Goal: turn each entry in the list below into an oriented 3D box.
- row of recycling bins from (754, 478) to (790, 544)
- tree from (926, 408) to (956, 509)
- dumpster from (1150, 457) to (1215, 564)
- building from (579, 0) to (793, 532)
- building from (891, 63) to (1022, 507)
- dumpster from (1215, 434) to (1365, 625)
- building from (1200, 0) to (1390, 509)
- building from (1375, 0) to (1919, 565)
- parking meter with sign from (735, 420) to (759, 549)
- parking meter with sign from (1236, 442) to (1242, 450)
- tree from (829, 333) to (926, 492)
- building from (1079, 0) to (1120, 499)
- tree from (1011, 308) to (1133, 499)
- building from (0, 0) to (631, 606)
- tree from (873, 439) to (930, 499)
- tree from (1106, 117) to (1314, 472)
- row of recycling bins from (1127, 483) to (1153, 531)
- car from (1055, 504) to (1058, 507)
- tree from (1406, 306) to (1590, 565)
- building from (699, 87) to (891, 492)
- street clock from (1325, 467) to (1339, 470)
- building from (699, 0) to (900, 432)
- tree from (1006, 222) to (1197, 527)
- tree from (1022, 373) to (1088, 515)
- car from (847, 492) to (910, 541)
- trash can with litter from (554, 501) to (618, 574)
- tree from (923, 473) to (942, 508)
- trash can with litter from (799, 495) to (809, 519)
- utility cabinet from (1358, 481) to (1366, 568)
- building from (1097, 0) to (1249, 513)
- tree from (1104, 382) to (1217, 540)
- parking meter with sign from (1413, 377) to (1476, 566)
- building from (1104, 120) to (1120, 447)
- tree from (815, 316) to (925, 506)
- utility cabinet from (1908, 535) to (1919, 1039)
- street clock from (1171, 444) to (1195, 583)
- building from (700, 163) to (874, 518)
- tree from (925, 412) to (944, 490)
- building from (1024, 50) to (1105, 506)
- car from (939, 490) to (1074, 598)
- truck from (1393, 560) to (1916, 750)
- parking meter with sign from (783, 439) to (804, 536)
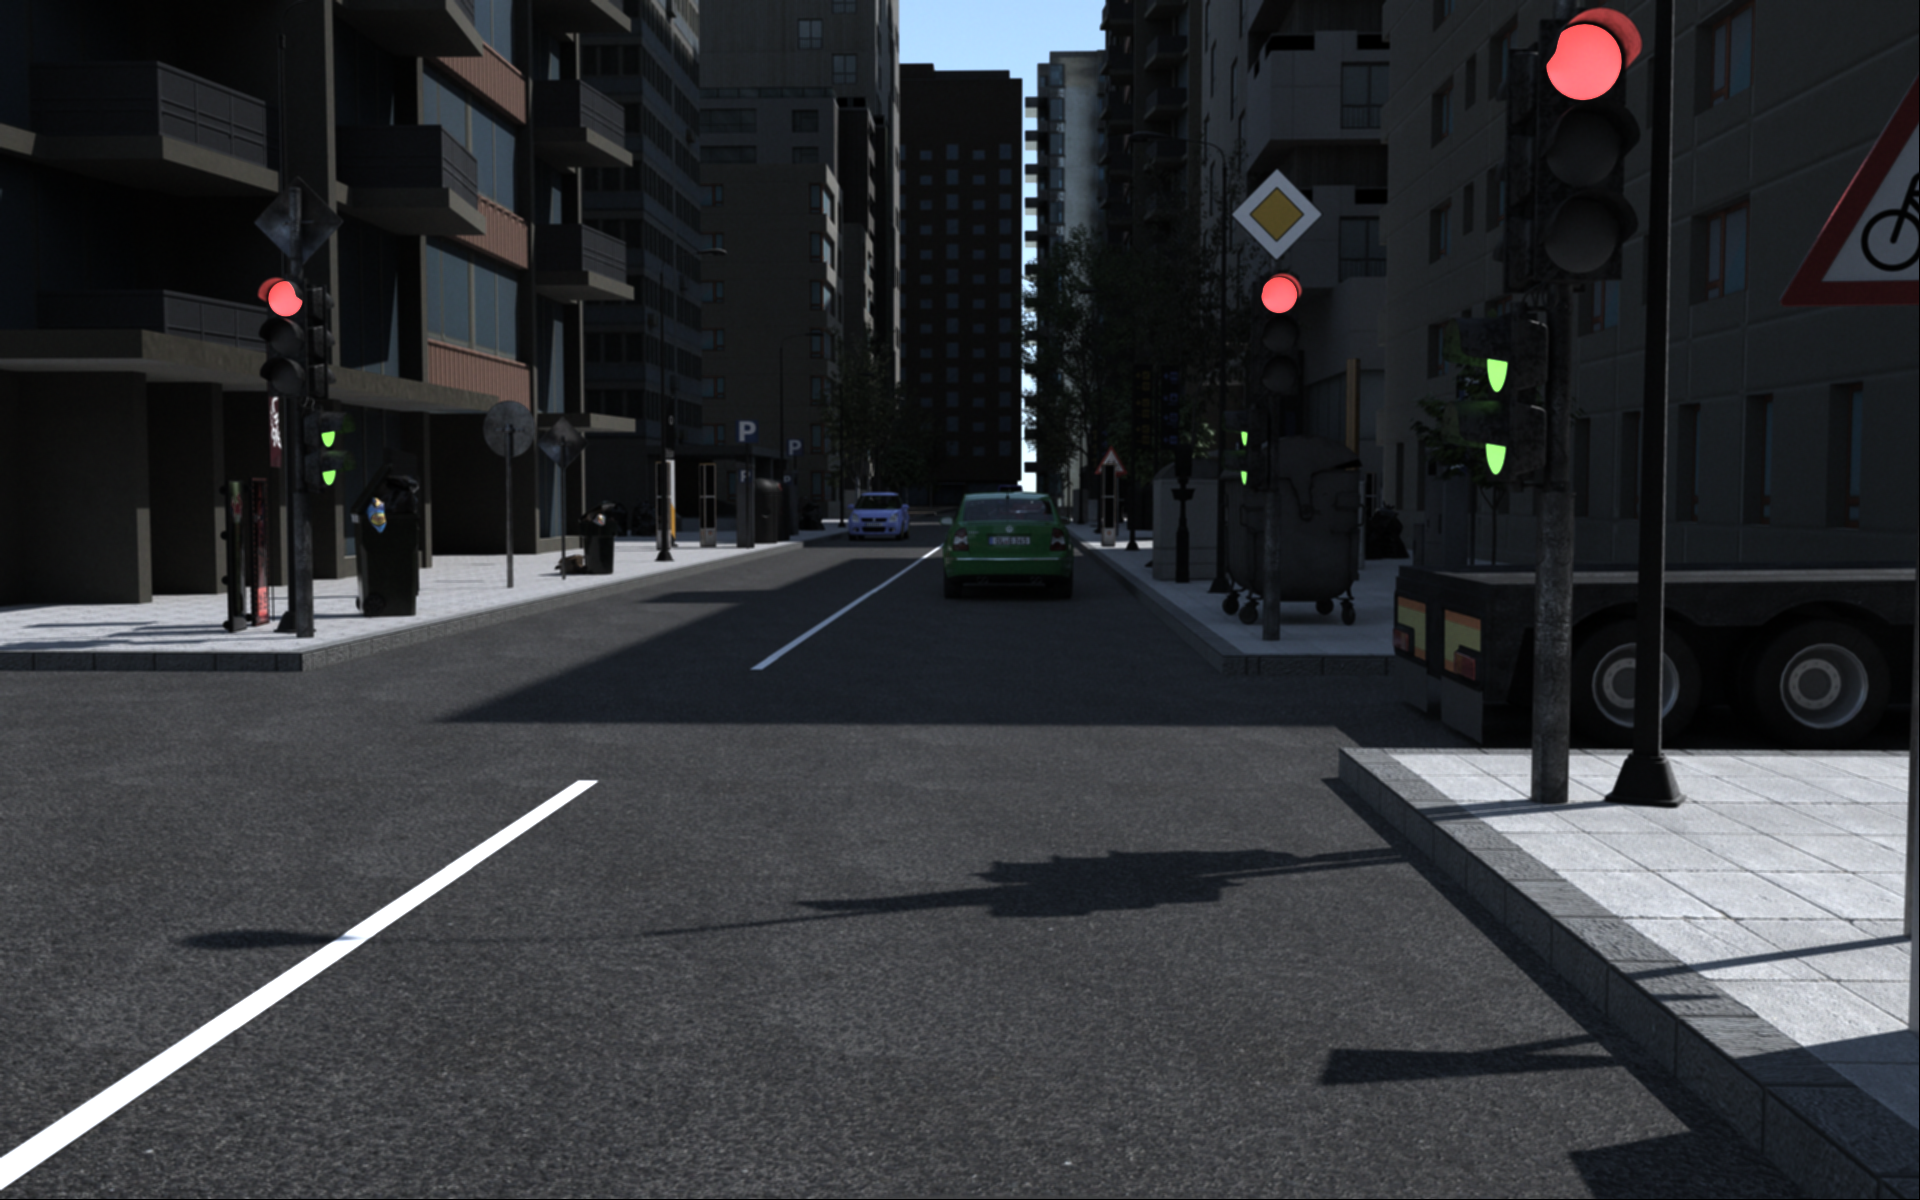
[{"bbox_3d":[-5.214,-2.408,46.477,1.069,1.692,3.534,0,4,2],"label":"row of recycling bins"},{"bbox_3d":[-2.466,-12.144,148.922,4.360,8.622,3.978,0,3,0],"label":"tree"},{"bbox_3d":[3.782,-1.372,28.187,1.264,1.857,1.865,0,4,2],"label":"dumpster"},{"bbox_3d":[-23.278,-22.904,66.366,32.217,40.220,23.993,0,4,2],"label":"building"},{"bbox_3d":[-0.546,-32.635,183.699,14.200,45.320,14.600,0,4,2],"label":"building"},{"bbox_3d":[3.367,-0.727,17.646,1.264,1.857,1.865,0,4,2],"label":"dumpster"},{"bbox_3d":[24.775,-29.469,71.049,28.713,52.752,27.495,0,4,2],"label":"building"},{"bbox_3d":[24.465,-11.245,28.896,28.899,21.520,27.650,0,4,2],"label":"building"},{"bbox_3d":[-5.131,-2.764,41.457,0.543,3.016,1.738,-1,4,-10],"label":"parking meter with sign"},{"bbox_3d":[10.109,-3.766,57.843,1.738,3.016,0.543,0,4,-4],"label":"parking meter with sign"},{"bbox_3d":[-4.048,-7.867,78.984,4.360,8.622,3.978,0,3,0],"label":"tree"},{"bbox_3d":[21.171,-43.607,151.227,20.563,71.187,20.611,0,4,2],"label":"building"},{"bbox_3d":[6.015,-9.047,82.324,7.601,10.594,8.767,1,4,15],"label":"tree"},{"bbox_3d":[-18.757,-23.062,31.688,22.147,44.769,28.867,0,4,2],"label":"building"},{"bbox_3d":[-3.479,-7.081,99.493,4.285,4.588,4.351,0,3,0],"label":"tree"},{"bbox_3d":[4.767,-5.180,35.052,4.360,8.622,3.978,0,3,0],"label":"tree"},{"bbox_3d":[7.323,-3.289,60.896,3.534,1.692,1.069,3,5,44],"label":"row of recycling bins"},{"bbox_3d":[2.270,-3.090,59.559,2.155,1.783,4.494,0,4,4],"label":"car"},{"bbox_3d":[5.441,-1.433,18.038,1.663,3.219,1.824,0,3,0],"label":"tree"},{"bbox_3d":[-12.567,-21.707,126.610,14.160,30.474,14.107,0,4,2],"label":"building"},{"bbox_3d":[9.853,-2.537,46.044,0.471,2.002,0.358,-2,4,-28],"label":"street clock"},{"bbox_3d":[-19.030,-34.229,148.884,27.495,52.752,28.713,0,4,2],"label":"building"},{"bbox_3d":[5.516,-8.675,67.584,9.928,11.665,9.643,0,3,0],"label":"tree"},{"bbox_3d":[6.025,-9.437,104.654,4.737,8.622,4.395,0,3,0],"label":"tree"},{"bbox_3d":[-2.533,-2.746,54.488,1.945,1.707,3.694,0,4,3],"label":"car"},{"bbox_3d":[-6.018,-1.001,27.751,1.055,1.170,0.624,1,4,22],"label":"trash can with litter"},{"bbox_3d":[-2.352,-10.224,161.765,1.663,3.219,1.824,0,3,0],"label":"tree"},{"bbox_3d":[-8.228,-4.642,86.949,2.233,1.210,1.678,-1,4,-20],"label":"trash can with litter"},{"bbox_3d":[6.338,-1.286,29.708,1.173,1.500,0.318,1,4,21],"label":"utility cabinet"},{"bbox_3d":[20.373,-27.989,112.245,22.147,44.769,28.867,0,4,2],"label":"building"},{"bbox_3d":[5.573,-3.981,48.798,4.285,4.588,4.351,0,3,0],"label":"tree"},{"bbox_3d":[7.344,-1.823,26.066,0.543,3.016,1.738,-1,4,-10],"label":"parking meter with sign"},{"bbox_3d":[18.112,-22.208,134.797,14.160,30.474,14.107,0,4,2],"label":"building"},{"bbox_3d":[-4.319,-7.471,72.513,4.737,8.622,4.395,0,3,0],"label":"tree"},{"bbox_3d":[2.351,0.463,3.599,0.306,1.237,1.020,0,4,7],"label":"utility cabinet"},{"bbox_3d":[3.222,-1.252,25.034,0.358,2.002,0.471,0,4,4],"label":"street clock"},{"bbox_3d":[-20.299,-15.941,105.671,27.650,21.520,28.899,0,4,2],"label":"building"},{"bbox_3d":[-3.339,-9.843,111.294,4.737,8.622,4.395,0,3,0],"label":"tree"},{"bbox_3d":[22.208,-34.721,187.290,30.456,49.044,23.786,0,4,2],"label":"building"},{"bbox_3d":[0.667,-1.001,25.160,1.959,1.807,4.718,0,4,0],"label":"car"},{"bbox_3d":[12.279,-1.248,10.163,18.799,4.110,2.967,0,4,3],"label":"truck"},{"bbox_3d":[-5.321,-3.522,53.846,0.543,3.016,1.738,1,4,9],"label":"parking meter with sign"}]
